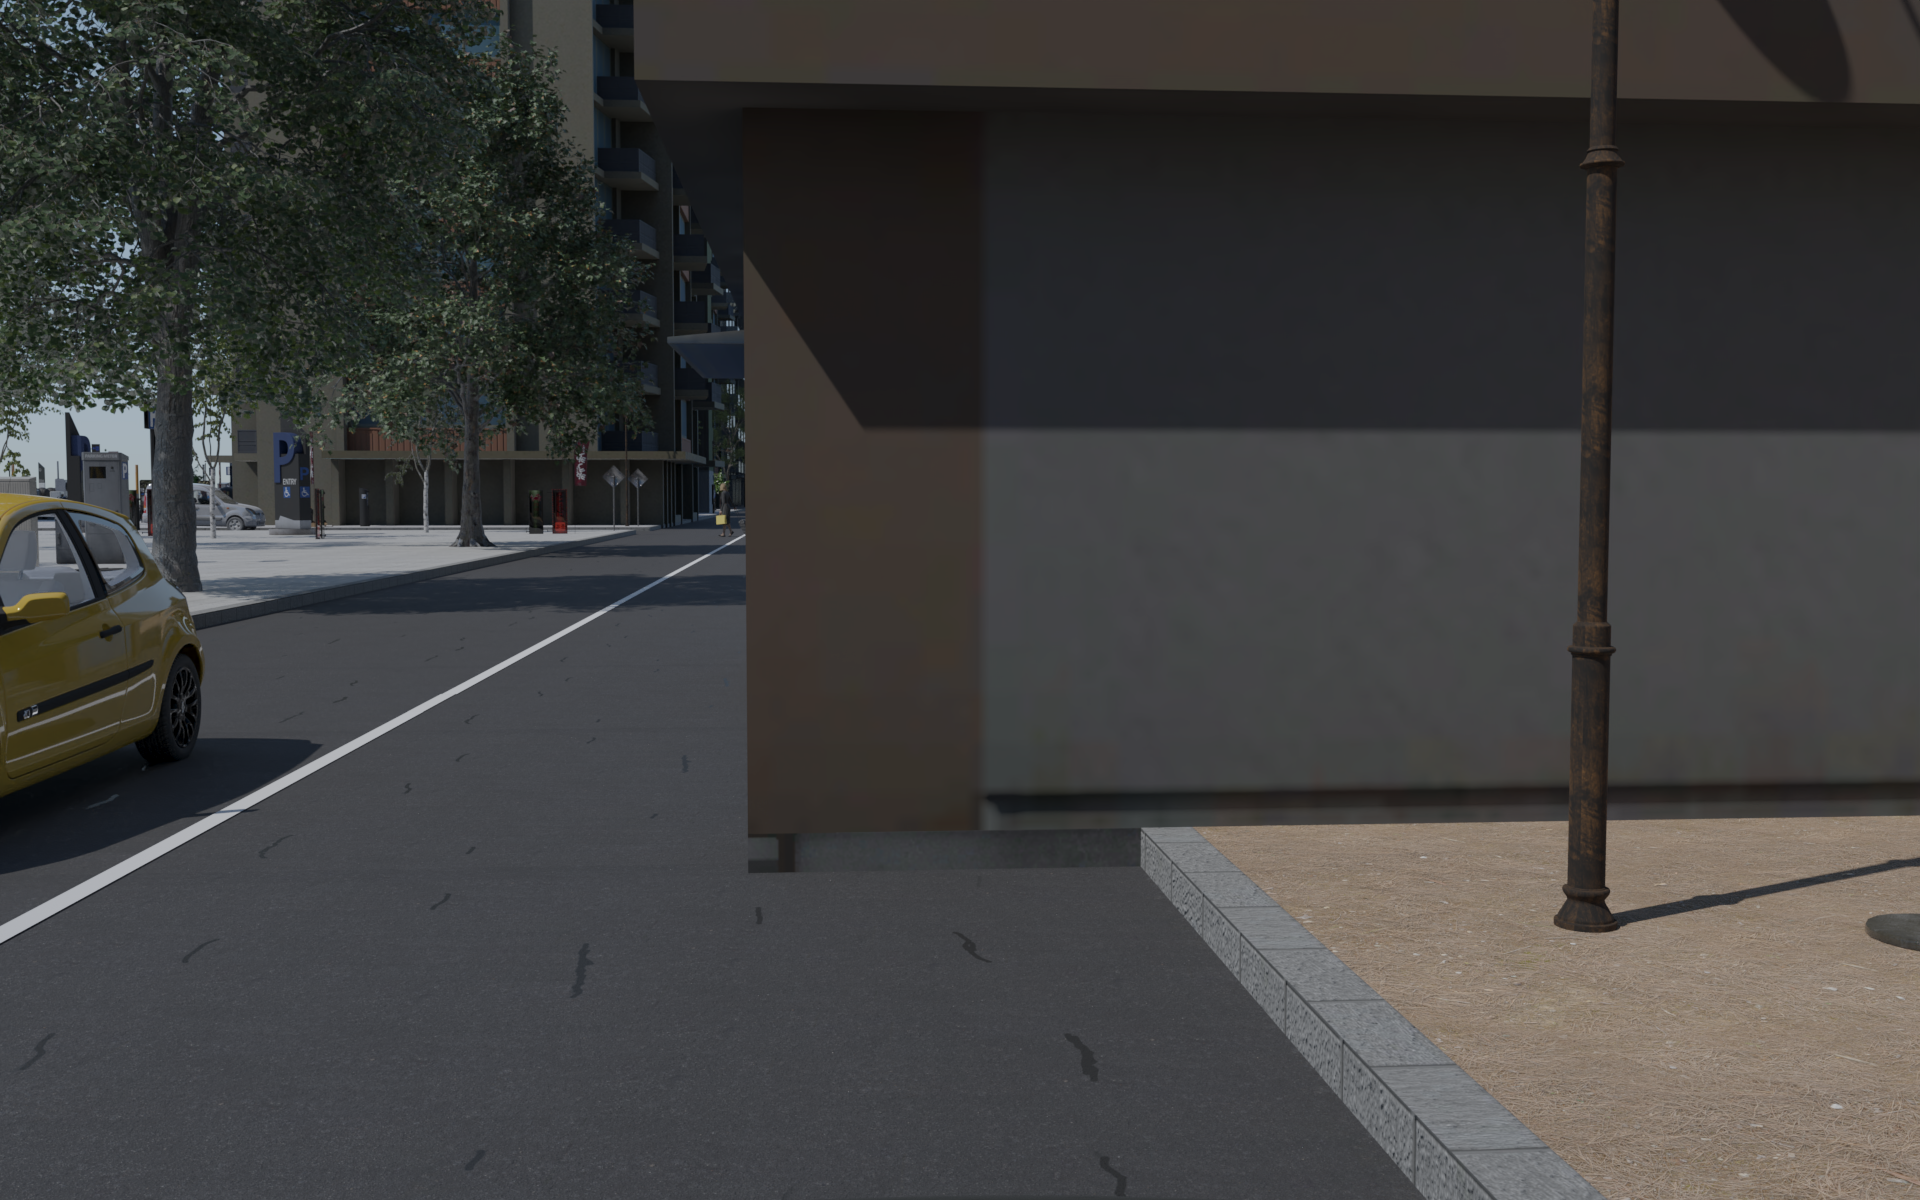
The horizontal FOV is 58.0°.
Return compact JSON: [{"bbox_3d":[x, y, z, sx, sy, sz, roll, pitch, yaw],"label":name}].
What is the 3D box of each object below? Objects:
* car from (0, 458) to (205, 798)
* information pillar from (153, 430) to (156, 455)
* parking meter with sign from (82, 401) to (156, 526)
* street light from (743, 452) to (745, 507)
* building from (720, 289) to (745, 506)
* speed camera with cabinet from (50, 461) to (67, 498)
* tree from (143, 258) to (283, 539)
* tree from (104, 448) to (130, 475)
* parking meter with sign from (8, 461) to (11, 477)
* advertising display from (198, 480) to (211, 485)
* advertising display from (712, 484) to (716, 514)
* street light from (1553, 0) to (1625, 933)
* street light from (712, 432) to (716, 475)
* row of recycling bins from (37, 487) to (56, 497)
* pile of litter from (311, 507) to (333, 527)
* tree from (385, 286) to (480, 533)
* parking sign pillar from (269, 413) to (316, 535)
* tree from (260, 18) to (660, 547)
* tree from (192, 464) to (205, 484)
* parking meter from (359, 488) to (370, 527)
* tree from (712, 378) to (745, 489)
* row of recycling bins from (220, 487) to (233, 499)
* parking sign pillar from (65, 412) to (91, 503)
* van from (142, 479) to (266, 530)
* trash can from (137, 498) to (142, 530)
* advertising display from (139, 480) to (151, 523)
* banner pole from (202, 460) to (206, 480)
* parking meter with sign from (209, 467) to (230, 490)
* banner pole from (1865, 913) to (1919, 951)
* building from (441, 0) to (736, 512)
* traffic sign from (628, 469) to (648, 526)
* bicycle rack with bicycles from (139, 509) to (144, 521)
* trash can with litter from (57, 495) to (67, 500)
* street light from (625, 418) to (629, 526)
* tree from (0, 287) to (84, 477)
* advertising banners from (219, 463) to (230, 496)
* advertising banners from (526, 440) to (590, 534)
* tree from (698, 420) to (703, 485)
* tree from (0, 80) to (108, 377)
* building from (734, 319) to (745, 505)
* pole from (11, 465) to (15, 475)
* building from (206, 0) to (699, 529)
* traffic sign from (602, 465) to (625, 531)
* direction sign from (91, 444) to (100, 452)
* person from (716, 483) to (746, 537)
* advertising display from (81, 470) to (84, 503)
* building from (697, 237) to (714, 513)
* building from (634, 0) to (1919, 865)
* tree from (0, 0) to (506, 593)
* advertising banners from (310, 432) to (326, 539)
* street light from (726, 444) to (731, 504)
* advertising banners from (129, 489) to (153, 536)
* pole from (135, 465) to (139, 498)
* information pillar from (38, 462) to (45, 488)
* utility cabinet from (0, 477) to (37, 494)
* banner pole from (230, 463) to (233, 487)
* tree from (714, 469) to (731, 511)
[{"bbox_3d":[-4.871,0.144,7.873,2.015,1.641,3.980,0,4,-6],"label":"car"},{"bbox_3d":[-19.773,-3.157,42.973,0.504,3.616,0.183,-3,4,-38],"label":"information pillar"},{"bbox_3d":[-15.715,-2.178,31.870,1.738,3.016,0.543,0,4,-7],"label":"parking meter with sign"},{"bbox_3d":[-21.458,-12.216,172.520,0.468,5.910,1.993,0,4,-5],"label":"street light"},{"bbox_3d":[-34.650,-34.616,185.578,23.786,49.044,30.456,0,4,-5],"label":"building"},{"bbox_3d":[-53.713,-6.663,103.270,0.660,3.252,2.038,-1,4,-15],"label":"speed camera with cabinet"},{"bbox_3d":[-21.673,-6.096,50.026,4.737,8.622,4.395,0,3,0],"label":"tree"},{"bbox_3d":[-36.118,-4.803,73.122,1.663,3.219,1.824,0,3,0],"label":"tree"},{"bbox_3d":[-50.292,-5.733,89.990,1.738,3.016,0.543,-1,4,-22],"label":"parking meter with sign"},{"bbox_3d":[-35.628,-4.684,81.793,0.974,1.923,0.123,2,4,31],"label":"advertising display"},{"bbox_3d":[-16.275,-6.681,114.451,0.123,1.923,0.974,0,4,0],"label":"advertising display"},{"bbox_3d":[1.859,-1.968,4.969,0.468,5.910,1.993,0,4,-5],"label":"street light"},{"bbox_3d":[-17.661,-9.245,123.938,0.468,5.910,1.993,0,4,-5],"label":"street light"},{"bbox_3d":[-56.611,-6.129,107.323,1.069,1.692,3.534,0,4,1],"label":"row of recycling bins"},{"bbox_3d":[-25.213,-3.273,67.475,1.719,0.858,1.176,-3,5,-42],"label":"pile of litter"},{"bbox_3d":[-17.697,-6.551,57.471,4.360,8.622,3.978,0,3,0],"label":"tree"},{"bbox_3d":[-21.023,-4.039,54.503,1.447,3.967,1.447,2,4,35],"label":"parking sign pillar"},{"bbox_3d":[-11.798,-7.637,41.875,9.611,12.733,9.660,0,3,0],"label":"tree"},{"bbox_3d":[-41.762,-6.083,94.062,1.663,3.219,1.824,0,3,0],"label":"tree"},{"bbox_3d":[-23.542,-3.674,68.486,0.372,1.533,0.369,0,3,0],"label":"parking meter"},{"bbox_3d":[-19.030,-12.568,139.904,8.767,10.594,7.601,0,4,2],"label":"tree"},{"bbox_3d":[-40.558,-5.512,97.226,1.069,1.692,3.534,0,4,2],"label":"row of recycling bins"},{"bbox_3d":[-29.324,-4.232,57.666,1.447,3.967,1.447,-1,4,-11],"label":"parking sign pillar"},{"bbox_3d":[-27.807,-3.474,63.813,4.112,2.044,2.013,0,4,-5],"label":"van"},{"bbox_3d":[-27.939,-2.852,58.282,0.748,1.137,0.748,0,3,0],"label":"trash can"},{"bbox_3d":[-36.168,-4.422,77.518,0.974,1.923,0.123,-1,4,-23],"label":"advertising display"},{"bbox_3d":[-56.153,-8.487,128.783,0.401,3.779,0.863,0,4,-4],"label":"banner pole"},{"bbox_3d":[-48.296,-7.176,113.582,1.738,3.016,0.543,1,4,14],"label":"parking meter with sign"},{"bbox_3d":[2.922,-0.922,5.086,0.401,3.779,0.863,1,4,23],"label":"banner pole"},{"bbox_3d":[-31.839,-30.679,156.232,22.147,44.769,28.867,0,4,-5],"label":"building"},{"bbox_3d":[-12.737,-3.968,68.514,0.795,2.450,0.064,0,4,-5],"label":"traffic sign"},{"bbox_3d":[-38.114,-4.237,82.665,2.852,0.926,2.925,0,4,-6],"label":"bicycle rack with bicycles"},{"bbox_3d":[-48.552,-5.108,94.578,2.233,1.210,1.678,-3,4,-37],"label":"trash can with litter"},{"bbox_3d":[-13.254,-5.873,68.809,0.468,5.910,1.993,0,4,-5],"label":"street light"},{"bbox_3d":[-27.374,-6.047,49.238,4.737,8.622,4.395,0,3,0],"label":"tree"},{"bbox_3d":[-34.803,-5.240,81.865,0.090,3.025,2.074,-1,4,-10],"label":"advertising banners"},{"bbox_3d":[-12.932,-3.644,55.775,2.074,3.025,0.090,-2,4,-24],"label":"advertising banners"},{"bbox_3d":[-16.758,-9.207,100.891,4.737,8.622,4.395,0,3,0],"label":"tree"},{"bbox_3d":[-23.534,-6.961,39.570,9.928,11.665,9.643,0,3,0],"label":"tree"},{"bbox_3d":[-34.117,-33.602,232.981,14.154,41.232,14.086,0,4,-5],"label":"building"},{"bbox_3d":[-64.186,-7.561,117.465,0.158,3.312,0.155,0,3,0],"label":"pole"},{"bbox_3d":[-22.895,-26.153,82.228,22.147,44.769,28.867,0,4,-5],"label":"building"},{"bbox_3d":[-12.100,-3.481,60.554,0.795,2.450,0.064,0,4,-5],"label":"traffic sign"},{"bbox_3d":[-39.289,-5.276,78.266,0.876,3.537,0.379,-1,4,-10],"label":"direction sign"},{"bbox_3d":[-7.606,-3.039,58.409,1.509,1.804,0.699,-3,5,-39],"label":"person"},{"bbox_3d":[-22.189,-2.417,44.738,0.974,1.923,0.123,0,4,8],"label":"advertising display"},{"bbox_3d":[-23.883,-20.955,114.316,14.160,30.474,14.107,0,4,-5],"label":"building"},{"bbox_3d":[5.195,-22.155,12.340,14.600,45.320,14.200,0,4,-5],"label":"building"},{"bbox_3d":[-10.411,-7.083,22.463,9.857,13.997,8.962,0,3,0],"label":"tree"},{"bbox_3d":[-18.285,-3.246,49.263,0.090,3.025,2.074,-1,4,-10],"label":"advertising banners"},{"bbox_3d":[-19.368,-10.530,144.958,0.468,5.910,1.993,0,4,-5],"label":"street light"},{"bbox_3d":[-24.600,-3.466,52.861,2.074,3.025,0.090,-1,4,-11],"label":"advertising banners"},{"bbox_3d":[-57.113,-7.730,120.228,0.158,3.312,0.155,0,3,0],"label":"pole"},{"bbox_3d":[-67.500,-8.317,127.335,0.504,3.616,0.183,1,4,9],"label":"information pillar"},{"bbox_3d":[-12.311,-0.805,21.842,1.173,1.500,0.318,-1,4,-12],"label":"utility cabinet"},{"bbox_3d":[-44.121,-7.072,105.641,0.863,3.779,0.401,-3,5,-40],"label":"banner pole"},{"bbox_3d":[-18.346,-8.463,132.978,1.663,3.219,1.824,0,3,0],"label":"tree"}]
